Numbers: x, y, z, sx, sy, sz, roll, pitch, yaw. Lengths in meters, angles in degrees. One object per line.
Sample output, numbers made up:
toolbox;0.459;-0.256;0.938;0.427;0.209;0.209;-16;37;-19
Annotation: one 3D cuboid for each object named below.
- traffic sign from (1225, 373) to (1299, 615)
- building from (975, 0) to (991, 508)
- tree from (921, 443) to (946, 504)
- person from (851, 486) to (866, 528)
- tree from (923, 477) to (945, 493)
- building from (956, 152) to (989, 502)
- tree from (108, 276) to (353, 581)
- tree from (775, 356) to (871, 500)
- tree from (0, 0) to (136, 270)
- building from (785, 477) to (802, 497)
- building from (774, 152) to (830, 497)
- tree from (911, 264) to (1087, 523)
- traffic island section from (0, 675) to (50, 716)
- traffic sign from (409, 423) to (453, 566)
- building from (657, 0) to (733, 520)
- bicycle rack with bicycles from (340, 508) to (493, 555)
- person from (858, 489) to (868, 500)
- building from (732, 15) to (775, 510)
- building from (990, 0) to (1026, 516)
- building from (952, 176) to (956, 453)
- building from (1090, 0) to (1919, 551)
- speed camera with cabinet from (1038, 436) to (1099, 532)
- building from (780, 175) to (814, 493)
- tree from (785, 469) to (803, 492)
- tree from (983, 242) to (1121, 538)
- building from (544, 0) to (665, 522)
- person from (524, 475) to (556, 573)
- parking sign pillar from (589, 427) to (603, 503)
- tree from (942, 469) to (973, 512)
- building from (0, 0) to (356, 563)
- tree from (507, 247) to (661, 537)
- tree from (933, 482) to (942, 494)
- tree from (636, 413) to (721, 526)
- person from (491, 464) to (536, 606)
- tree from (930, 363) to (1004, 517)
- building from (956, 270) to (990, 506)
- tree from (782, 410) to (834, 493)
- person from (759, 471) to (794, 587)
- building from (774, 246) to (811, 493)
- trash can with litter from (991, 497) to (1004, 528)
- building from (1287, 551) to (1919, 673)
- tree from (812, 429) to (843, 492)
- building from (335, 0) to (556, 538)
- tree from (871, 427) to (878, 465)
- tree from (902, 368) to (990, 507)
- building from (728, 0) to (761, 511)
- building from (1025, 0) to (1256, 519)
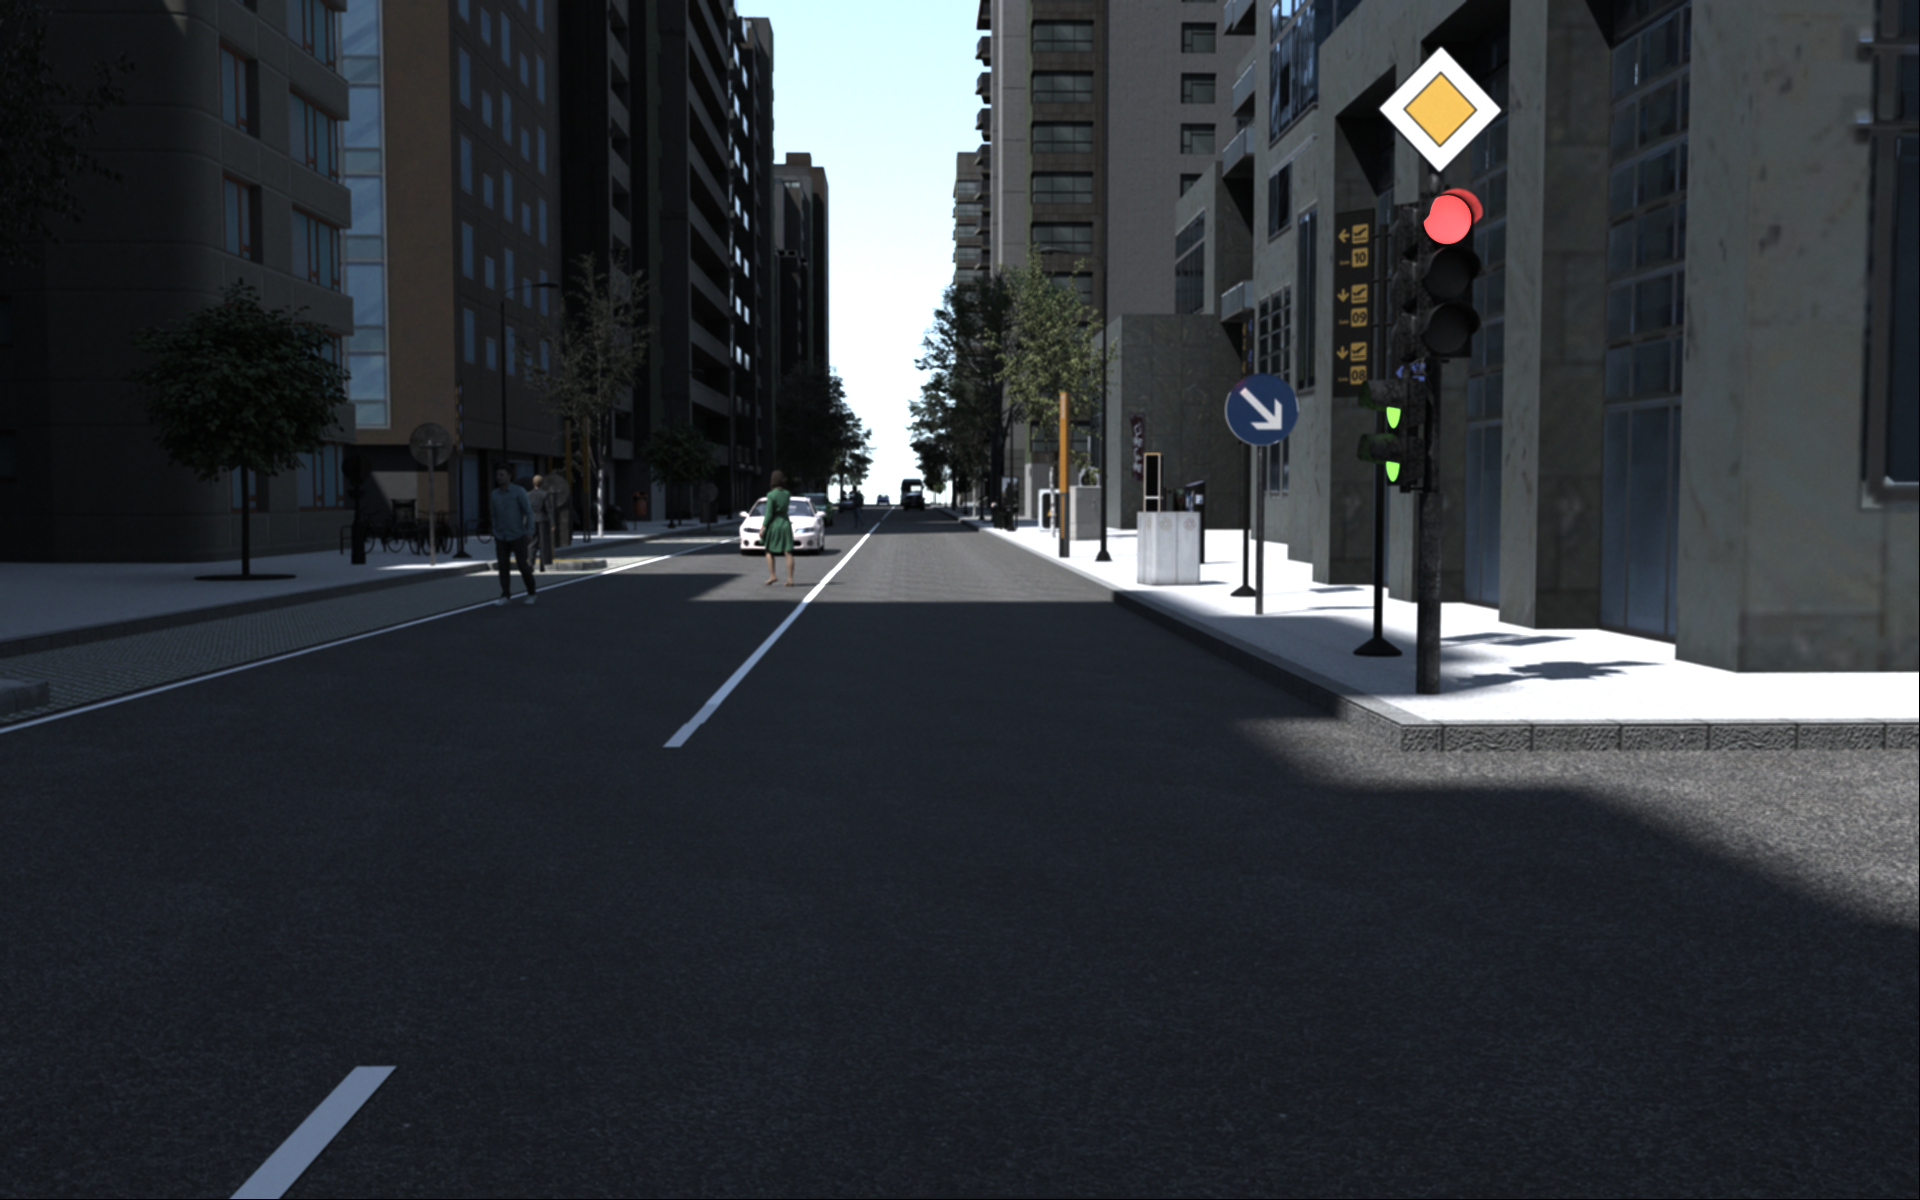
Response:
traffic sign;3.182;-1.115;18.339;0.768;2.556;0.104;0;4;4
building;12.521;-30.006;145.229;22.147;44.769;28.867;0;4;-2
tree;-3.342;-16.970;227.822;4.737;8.622;4.395;0;3;0
person;-4.307;-3.880;72.284;0.721;1.781;0.623;-2;4;-29
tree;-3.595;-15.549;237.936;4.285;4.588;4.351;0;3;0
building;6.450;-32.180;209.735;14.154;41.232;14.086;0;4;-2
tree;-10.934;-2.596;26.165;4.285;4.588;4.351;0;3;0
tree;-14.619;-15.540;160.740;9.857;13.997;8.962;0;3;0
tree;-10.161;-4.088;17.199;4.360;8.622;3.978;0;3;0
building;-33.149;-30.032;182.910;32.217;40.220;23.993;0;4;-2
building;-24.594;-35.506;230.639;14.600;45.320;14.200;0;4;-2
tree;1.760;-9.267;77.266;9.928;11.665;9.643;0;3;0
traffic island section;-7.155;0.700;10.829;2.009;0.180;2.903;0;4;-2
traffic sign;-9.460;-1.889;30.989;0.768;2.556;0.104;0;4;-2
building;-24.467;-28.855;95.481;21.300;48.544;21.600;0;4;-2
bicycle rack with bicycles;-11.895;-1.473;37.472;2.852;0.926;2.925;1;4;12
person;-8.228;-8.160;141.914;1.348;1.824;0.705;-1;4;-14
building;-22.906;-28.158;143.985;14.154;41.232;14.086;0;4;-2
building;12.528;-35.070;115.388;21.231;58.520;28.212;0;4;-2
building;10.089;-35.268;231.257;22.147;44.769;28.867;0;4;-2
building;17.083;-45.402;54.987;22.319;86.520;31.000;0;4;-2
speed camera with cabinet;3.705;-3.949;58.906;2.038;3.252;0.660;0;4;6
building;-25.703;-32.576;216.212;14.154;41.232;14.086;0;4;-2
tree;-13.266;-8.545;134.315;1.663;3.219;1.824;0;3;0
tree;2.715;-6.114;50.327;4.737;8.622;4.395;0;3;0
building;-21.442;-18.739;78.091;14.160;30.474;14.107;0;4;-2
person;-7.647;-1.381;31.496;0.576;1.772;0.534;-1;4;-12
parking sign pillar;-14.859;-5.007;70.330;1.447;3.967;1.447;-2;4;-24
tree;0.106;-7.927;124.204;1.663;3.219;1.824;0;3;0
building;-27.660;-11.047;25.653;27.650;21.520;28.899;0;4;-2
tree;-10.902;-6.180;51.406;4.360;8.622;3.978;0;3;0
tree;-2.489;-12.777;203.503;1.663;3.219;1.824;0;3;0
tree;-11.493;-5.316;70.624;4.285;4.588;4.351;0;3;0
person;-5.759;-0.849;22.407;0.660;1.820;0.620;1;4;15
tree;0.587;-8.918;96.171;4.360;8.622;3.978;0;3;0
building;15.744;-30.499;190.546;32.217;40.220;23.993;0;4;-2
tree;-13.359;-12.333;152.011;4.360;8.622;3.978;0;3;0
person;-2.812;-1.109;26.880;0.529;1.795;0.600;3;4;38
building;-24.904;-26.348;202.489;14.160;30.474;14.107;0;4;-2
trash can with litter;1.413;-3.280;65.018;0.624;1.170;1.055;0;4;-6
building;20.715;-43.347;21.397;31.000;86.520;22.319;0;4;-2
tree;-14.802;-14.417;186.073;4.737;8.622;4.395;0;3;0
building;-21.620;-24.795;55.509;14.600;45.320;14.200;0;4;-2
tree;-16.674;-20.719;245.406;9.857;13.997;8.962;0;3;0
tree;-0.660;-16.208;171.648;9.857;13.997;8.962;0;3;0
building;-26.752;-30.690;121.386;23.786;49.044;30.456;0;4;-2
building;10.461;-19.777;95.049;14.160;30.474;14.107;0;4;-2
